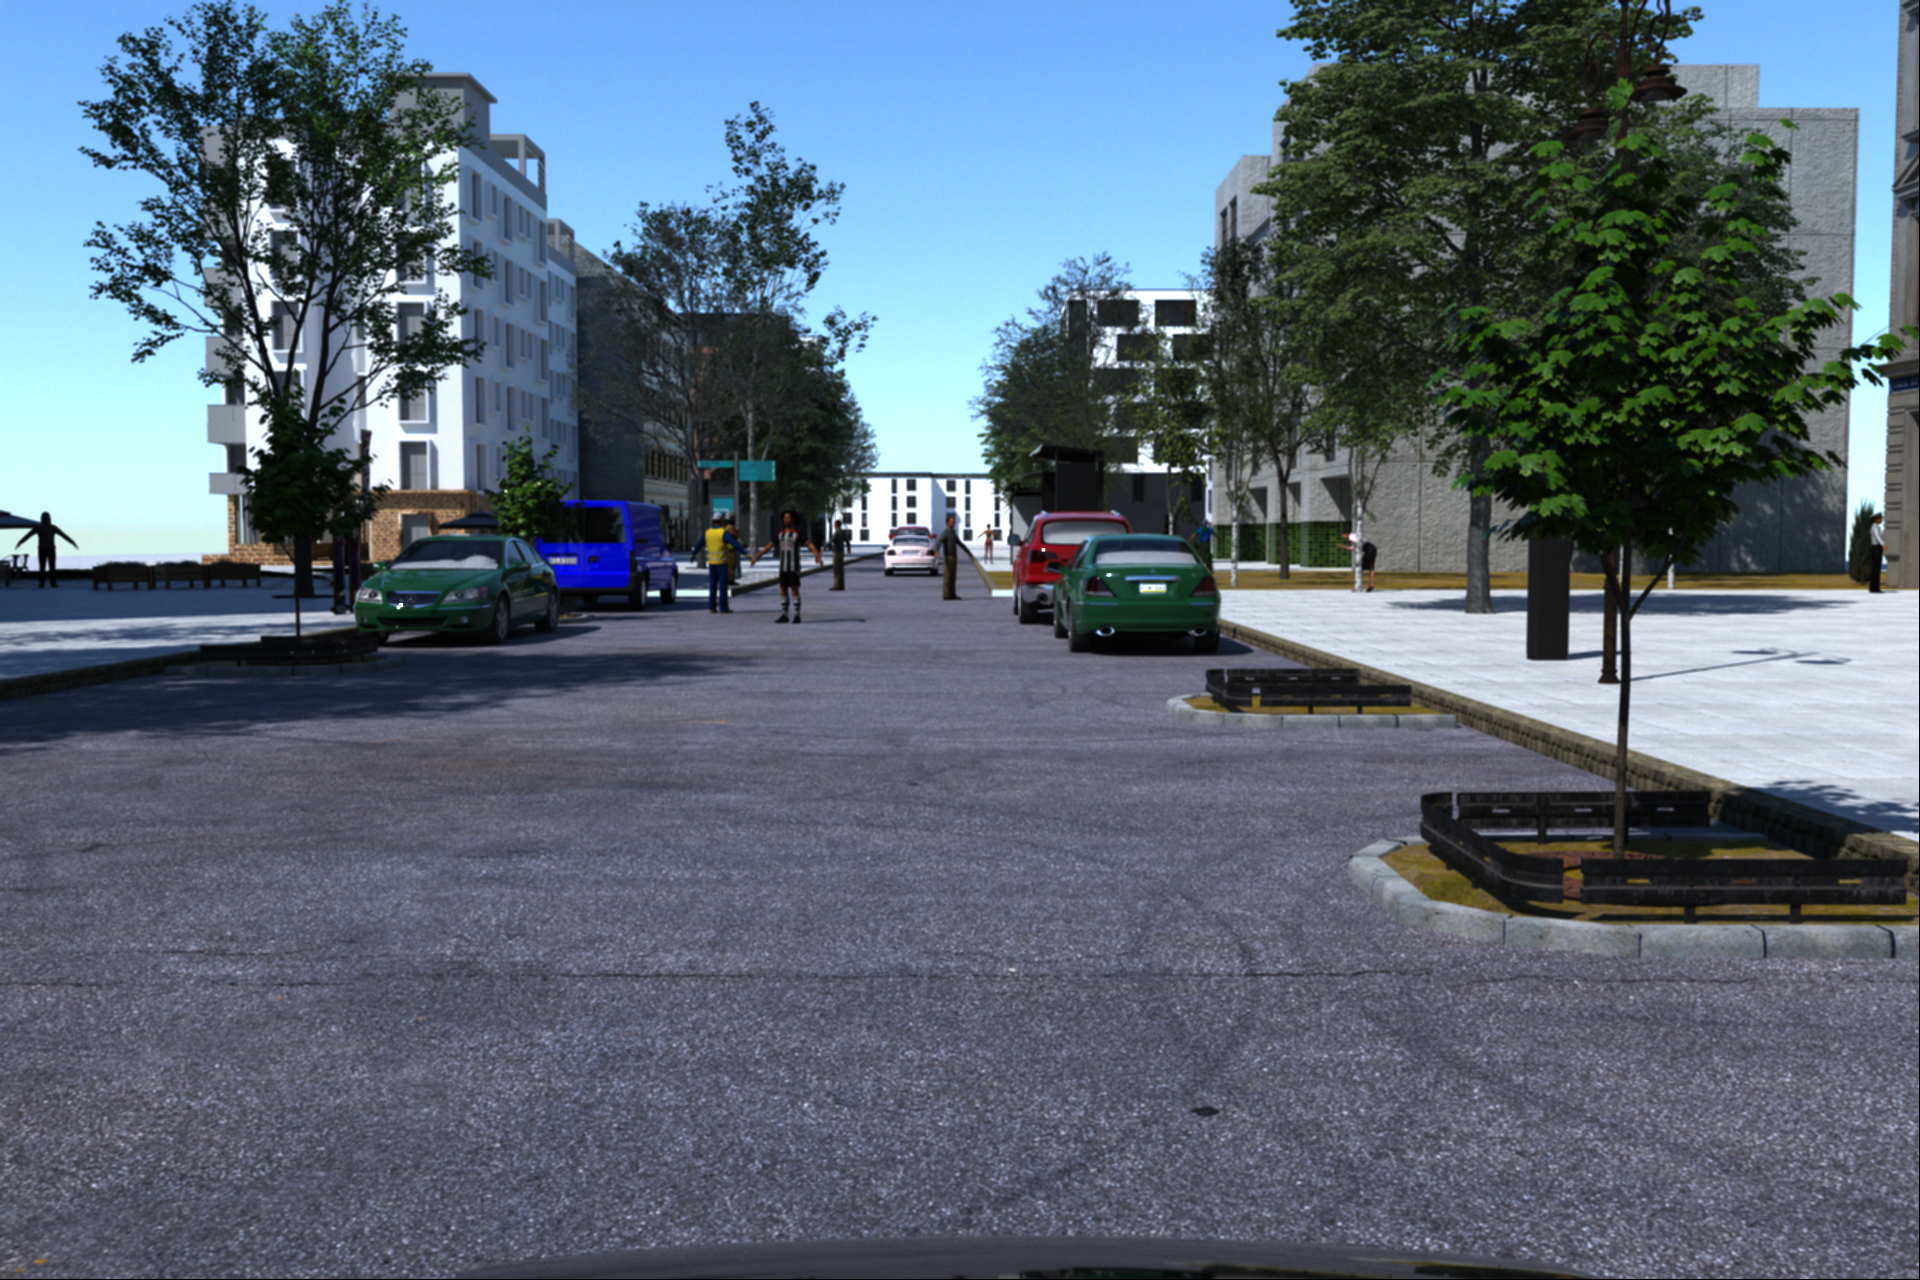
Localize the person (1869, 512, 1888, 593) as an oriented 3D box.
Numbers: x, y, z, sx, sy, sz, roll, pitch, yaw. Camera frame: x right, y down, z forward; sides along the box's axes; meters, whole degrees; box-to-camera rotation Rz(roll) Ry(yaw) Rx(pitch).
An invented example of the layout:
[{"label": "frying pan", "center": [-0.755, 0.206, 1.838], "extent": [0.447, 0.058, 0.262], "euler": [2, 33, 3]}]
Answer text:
[{"label": "person", "center": [20.090, -1.917, 37.800], "extent": [0.721, 1.778, 1.216], "euler": [1, 4, 21]}]

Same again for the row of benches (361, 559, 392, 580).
[{"label": "row of benches", "center": [-13.220, -1.701, 43.269], "extent": [1.422, 0.672, 4.104], "euler": [3, 4, 36]}]

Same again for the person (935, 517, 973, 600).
[{"label": "person", "center": [-0.189, -1.766, 37.611], "extent": [0.705, 1.796, 1.348], "euler": [2, 4, 35]}]

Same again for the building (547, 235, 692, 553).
[{"label": "building", "center": [-29.149, -17.556, 117.977], "extent": [19.493, 23.208, 18.063], "euler": [0, 4, 1]}]

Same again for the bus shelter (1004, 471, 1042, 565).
[{"label": "bus shelter", "center": [2.584, -3.942, 58.375], "extent": [2.014, 3.302, 5.546], "euler": [0, 4, 0]}]

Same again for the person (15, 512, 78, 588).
[{"label": "person", "center": [-21.925, -2.169, 41.585], "extent": [1.348, 1.813, 0.705], "euler": [-2, 4, -25]}]

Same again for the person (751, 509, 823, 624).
[{"label": "person", "center": [-2.750, -1.178, 27.865], "extent": [1.345, 1.843, 0.704], "euler": [2, 4, 26]}]

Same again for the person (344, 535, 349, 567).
[{"label": "person", "center": [-24.041, -3.801, 68.081], "extent": [0.705, 1.837, 1.347], "euler": [0, 4, 1]}]

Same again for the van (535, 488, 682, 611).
[{"label": "van", "center": [-6.817, -1.807, 33.921], "extent": [2.240, 2.365, 5.245], "euler": [0, 4, 0]}]

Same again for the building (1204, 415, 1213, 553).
[{"label": "building", "center": [21.509, -10.096, 107.218], "extent": [9.099, 9.664, 28.070], "euler": [0, 4, 0]}]

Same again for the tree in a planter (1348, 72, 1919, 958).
[{"label": "tree in a planter", "center": [2.610, -0.583, 6.749], "extent": [1.991, 3.239, 1.994], "euler": [0, 4, 1]}]

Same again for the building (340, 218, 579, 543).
[{"label": "building", "center": [-28.599, -14.541, 94.170], "extent": [16.016, 20.090, 11.380], "euler": [0, 4, 0]}]

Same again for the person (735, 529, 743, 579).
[{"label": "person", "center": [-6.416, -2.456, 49.426], "extent": [0.599, 1.433, 0.991], "euler": [2, 4, 24]}]

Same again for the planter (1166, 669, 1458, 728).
[{"label": "planter", "center": [2.679, 0.450, 13.778], "extent": [1.991, 0.319, 1.994], "euler": [0, 4, 0]}]

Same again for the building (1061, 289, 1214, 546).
[{"label": "building", "center": [23.087, -19.388, 160.965], "extent": [27.936, 21.610, 32.646], "euler": [0, 4, 0]}]

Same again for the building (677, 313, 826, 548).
[{"label": "building", "center": [-28.623, -20.333, 176.415], "extent": [27.936, 21.610, 32.646], "euler": [0, 4, -1]}]

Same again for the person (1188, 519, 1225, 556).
[{"label": "person", "center": [8.785, -3.418, 62.012], "extent": [1.347, 1.817, 0.704], "euler": [1, 4, 15]}]

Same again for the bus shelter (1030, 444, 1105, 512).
[{"label": "bus shelter", "center": [2.966, -3.496, 48.444], "extent": [1.731, 3.624, 6.357], "euler": [0, 4, -1]}]

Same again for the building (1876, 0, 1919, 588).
[{"label": "building", "center": [27.372, -11.944, 31.441], "extent": [11.583, 22.565, 21.152], "euler": [0, 4, 0]}]

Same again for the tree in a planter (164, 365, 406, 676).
[{"label": "tree in a planter", "center": [-7.070, -1.295, 18.403], "extent": [1.991, 3.239, 1.994], "euler": [0, 4, 0]}]

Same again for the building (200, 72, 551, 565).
[{"label": "building", "center": [-25.137, -13.215, 72.488], "extent": [16.016, 20.090, 11.380], "euler": [0, 4, 0]}]

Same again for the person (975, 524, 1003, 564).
[{"label": "person", "center": [1.256, -4.155, 74.740], "extent": [1.217, 1.733, 0.721], "euler": [1, 4, 11]}]

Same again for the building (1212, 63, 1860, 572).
[{"label": "building", "center": [21.603, -12.691, 73.955], "extent": [16.747, 18.905, 31.486], "euler": [0, 4, 0]}]

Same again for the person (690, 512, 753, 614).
[{"label": "person", "center": [-4.349, -1.400, 31.323], "extent": [1.349, 1.833, 0.705], "euler": [2, 4, 26]}]

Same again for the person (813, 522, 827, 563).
[{"label": "person", "center": [-6.291, -4.350, 77.316], "extent": [0.705, 1.806, 1.347], "euler": [-2, 4, -27]}]

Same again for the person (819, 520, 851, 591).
[{"label": "person", "center": [-3.112, -2.156, 43.977], "extent": [0.705, 1.796, 1.348], "euler": [2, 4, 29]}]

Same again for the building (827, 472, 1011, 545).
[{"label": "building", "center": [-3.935, -17.794, 235.529], "extent": [28.070, 9.664, 9.099], "euler": [0, 4, -2]}]

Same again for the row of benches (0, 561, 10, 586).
[{"label": "row of benches", "center": [-25.336, -1.625, 42.027], "extent": [4.104, 0.672, 1.422], "euler": [0, 4, -3]}]

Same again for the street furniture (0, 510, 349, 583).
[{"label": "street furniture", "center": [-30.862, -2.814, 51.039], "extent": [27.439, 1.986, 14.083], "euler": [0, 4, -8]}]

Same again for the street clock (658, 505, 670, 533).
[{"label": "street clock", "center": [-7.367, -2.353, 43.045], "extent": [0.358, 2.002, 0.471], "euler": [0, 4, 1]}]

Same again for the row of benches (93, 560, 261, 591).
[{"label": "row of benches", "center": [-18.493, -1.554, 40.866], "extent": [1.422, 0.672, 4.104], "euler": [2, 4, 32]}]

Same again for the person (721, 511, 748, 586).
[{"label": "person", "center": [-5.692, -2.282, 43.078], "extent": [0.705, 1.858, 1.354], "euler": [-2, 4, -34]}]

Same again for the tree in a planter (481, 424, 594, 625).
[{"label": "tree in a planter", "center": [-7.069, -1.894, 28.193], "extent": [1.991, 3.239, 1.994], "euler": [0, 4, 1]}]

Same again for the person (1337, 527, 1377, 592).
[{"label": "person", "center": [8.811, -1.783, 38.379], "extent": [0.799, 1.438, 0.628], "euler": [0, 4, -5]}]

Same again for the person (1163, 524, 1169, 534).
[{"label": "person", "center": [9.321, -4.429, 79.132], "extent": [0.721, 1.740, 1.216], "euler": [1, 4, 9]}]
